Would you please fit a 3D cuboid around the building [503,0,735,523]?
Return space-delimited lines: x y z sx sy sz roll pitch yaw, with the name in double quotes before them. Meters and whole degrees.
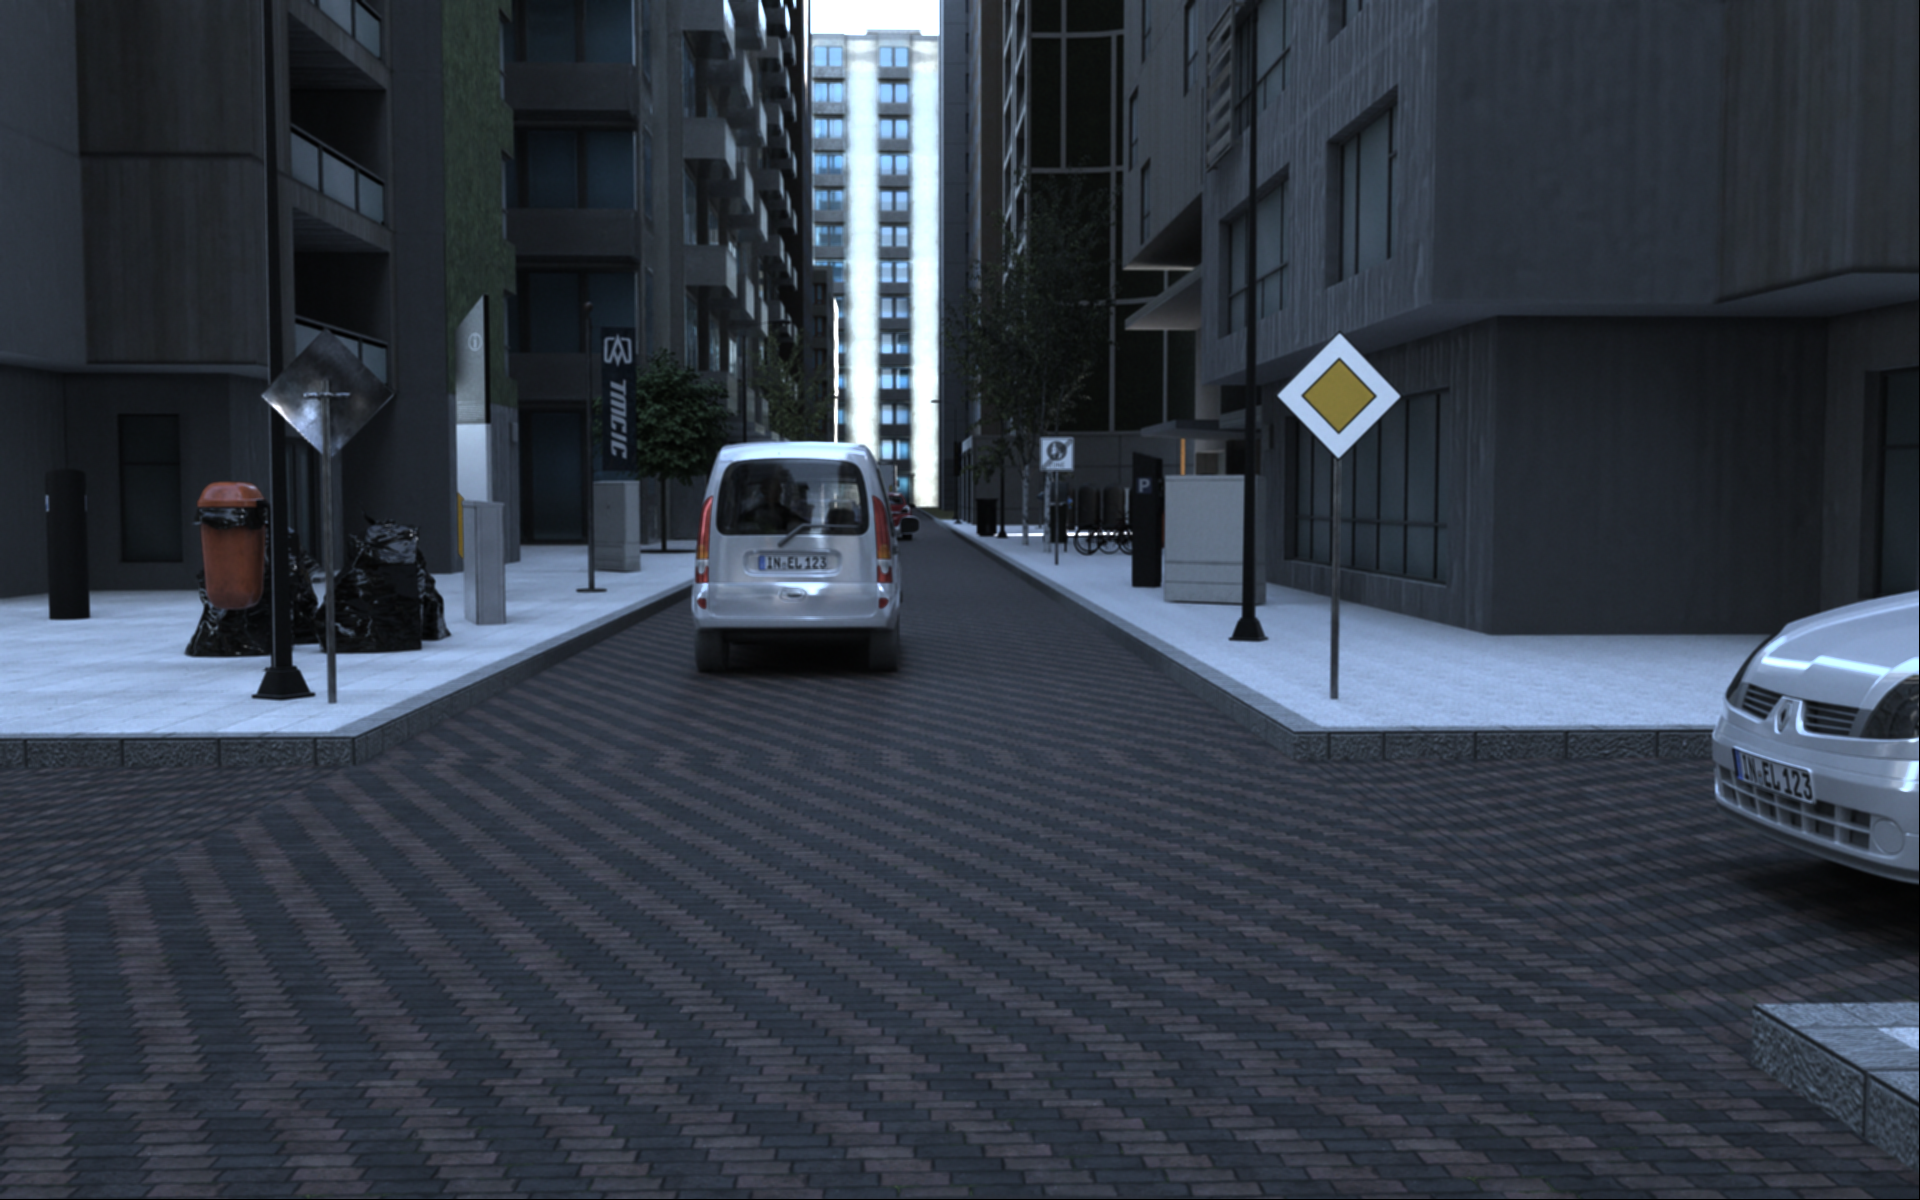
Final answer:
"building" -21.015 -29.357 99.592 23.786 49.044 30.456 0 4 -2

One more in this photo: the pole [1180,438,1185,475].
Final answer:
"pole" 7.760 -4.070 60.385 0.158 3.312 0.155 0 3 0

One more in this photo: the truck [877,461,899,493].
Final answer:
"truck" -6.965 -10.131 154.549 2.839 4.237 11.283 0 4 -1

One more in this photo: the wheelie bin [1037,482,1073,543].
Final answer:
"wheelie bin" 2.514 -2.317 45.798 0.980 1.594 0.693 1 4 9

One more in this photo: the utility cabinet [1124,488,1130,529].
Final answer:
"utility cabinet" 6.100 -3.349 63.441 0.318 1.500 1.173 -2 4 -23

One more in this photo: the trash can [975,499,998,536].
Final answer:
"trash can" 0.816 -2.520 52.859 0.748 1.137 0.748 0 3 0

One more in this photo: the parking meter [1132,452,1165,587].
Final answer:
"parking meter" 2.597 -1.112 23.898 0.399 1.863 0.255 2 4 27

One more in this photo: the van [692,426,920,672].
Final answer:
"van" -1.356 -0.510 15.349 2.013 2.044 4.112 0 4 -2

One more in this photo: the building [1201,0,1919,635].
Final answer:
"building" 10.675 -20.444 17.855 14.086 41.232 14.154 0 4 -2

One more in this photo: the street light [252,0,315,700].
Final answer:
"street light" -3.734 -2.339 10.781 1.470 5.913 1.316 0 4 -2

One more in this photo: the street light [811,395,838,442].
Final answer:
"street light" -6.447 -6.668 81.561 1.470 5.913 1.316 0 4 -2

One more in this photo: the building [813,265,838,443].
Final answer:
"building" -25.279 -18.481 147.204 28.899 21.520 27.650 0 4 -2

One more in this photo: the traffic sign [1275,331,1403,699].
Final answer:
"traffic sign" 2.341 -0.437 10.785 0.795 2.450 0.064 0 4 -2

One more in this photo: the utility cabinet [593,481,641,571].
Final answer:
"utility cabinet" -5.772 -1.233 28.845 0.318 1.500 1.173 -3 5 -41

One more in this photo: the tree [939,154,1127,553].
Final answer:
"tree" 1.834 -5.363 38.047 4.360 8.622 3.978 0 3 0

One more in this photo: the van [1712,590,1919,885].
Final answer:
"van" 4.812 0.064 5.970 4.112 2.044 2.013 0 4 -2

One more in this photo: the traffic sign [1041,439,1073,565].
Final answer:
"traffic sign" 1.750 -1.786 31.326 0.606 2.300 0.079 0 4 7

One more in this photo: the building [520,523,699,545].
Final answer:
"building" -17.881 -26.598 54.490 23.786 49.044 30.456 0 4 -2

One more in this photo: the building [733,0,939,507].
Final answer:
"building" -6.943 -34.346 181.171 30.456 49.044 23.786 0 4 -2

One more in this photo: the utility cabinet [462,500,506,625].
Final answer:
"utility cabinet" -4.790 -0.384 17.443 0.306 1.237 1.020 -1 4 -23

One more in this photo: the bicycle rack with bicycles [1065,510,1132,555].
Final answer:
"bicycle rack with bicycles" 3.579 -1.481 37.590 2.925 0.926 2.852 -1 4 -12

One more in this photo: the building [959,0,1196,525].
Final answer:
"building" 10.518 -38.922 74.622 20.563 71.187 20.611 0 4 -2

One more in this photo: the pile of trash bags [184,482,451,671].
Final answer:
"pile of trash bags" -5.341 -0.260 14.005 1.912 1.369 3.447 0 4 -4

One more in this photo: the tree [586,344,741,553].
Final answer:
"tree" -6.457 -3.330 38.152 4.285 4.588 4.351 0 3 0

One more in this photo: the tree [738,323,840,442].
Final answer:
"tree" -7.520 -7.658 75.572 4.737 8.622 4.395 0 3 0

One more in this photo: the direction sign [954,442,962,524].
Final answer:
"direction sign" -0.086 -5.094 75.282 0.379 3.537 0.876 1 4 22

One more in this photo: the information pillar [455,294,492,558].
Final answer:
"information pillar" -5.739 -1.782 20.485 0.504 3.616 0.183 2 4 28

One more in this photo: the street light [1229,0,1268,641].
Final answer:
"street light" 1.998 -2.600 15.052 1.470 5.913 1.316 0 4 -2

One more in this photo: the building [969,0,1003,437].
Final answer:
"building" 7.702 -27.302 96.502 14.600 45.320 14.200 0 4 -2

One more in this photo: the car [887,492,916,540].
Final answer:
"car" -2.473 -2.845 55.563 2.155 1.783 4.494 0 4 -4

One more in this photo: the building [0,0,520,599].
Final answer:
"building" -15.115 -20.856 24.599 14.154 41.232 14.086 0 4 -2

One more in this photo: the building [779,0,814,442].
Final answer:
"building" -17.694 -28.896 122.562 14.600 45.320 14.200 0 4 -2

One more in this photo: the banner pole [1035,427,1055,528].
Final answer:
"banner pole" 3.231 -4.573 64.792 0.863 3.779 0.401 0 4 -7

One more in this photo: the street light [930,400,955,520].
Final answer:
"street light" -0.766 -6.929 85.831 1.470 5.913 1.316 0 4 -2

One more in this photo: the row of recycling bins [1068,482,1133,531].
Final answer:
"row of recycling bins" 5.051 -3.318 61.357 3.534 1.692 1.069 0 4 7

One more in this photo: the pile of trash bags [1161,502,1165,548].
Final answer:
"pile of trash bags" 4.239 -1.080 27.418 3.447 1.369 1.912 -2 4 -35

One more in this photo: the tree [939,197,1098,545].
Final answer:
"tree" 1.597 -5.700 43.560 4.737 8.622 4.395 0 3 0

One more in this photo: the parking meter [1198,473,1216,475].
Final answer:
"parking meter" 3.039 -0.803 21.543 0.372 1.533 0.369 0 3 0

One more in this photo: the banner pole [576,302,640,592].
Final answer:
"banner pole" -4.642 -2.005 22.796 0.863 3.779 0.401 -2 4 -23

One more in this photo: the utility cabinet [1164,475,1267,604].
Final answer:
"utility cabinet" 2.990 -0.709 20.271 1.173 1.500 0.318 2 4 34

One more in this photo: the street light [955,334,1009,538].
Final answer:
"street light" 0.698 -4.765 50.445 1.470 5.913 1.316 0 4 -2

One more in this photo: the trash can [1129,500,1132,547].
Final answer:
"trash can" 4.295 -1.749 40.248 0.748 1.137 0.748 0 3 0

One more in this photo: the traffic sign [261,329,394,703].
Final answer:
"traffic sign" -3.849 -0.424 10.567 0.795 2.450 0.064 0 4 -2

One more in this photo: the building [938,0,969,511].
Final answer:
"building" 8.663 -36.964 146.356 21.231 58.520 28.212 0 4 -2

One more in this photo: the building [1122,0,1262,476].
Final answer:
"building" 19.224 -27.784 43.502 28.713 52.752 27.495 0 4 -2

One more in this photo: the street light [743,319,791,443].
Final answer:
"street light" -5.196 -4.503 46.167 1.470 5.913 1.316 0 4 -2

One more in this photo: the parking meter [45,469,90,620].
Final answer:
"parking meter" -9.180 -0.575 17.813 0.372 1.533 0.369 0 3 0
